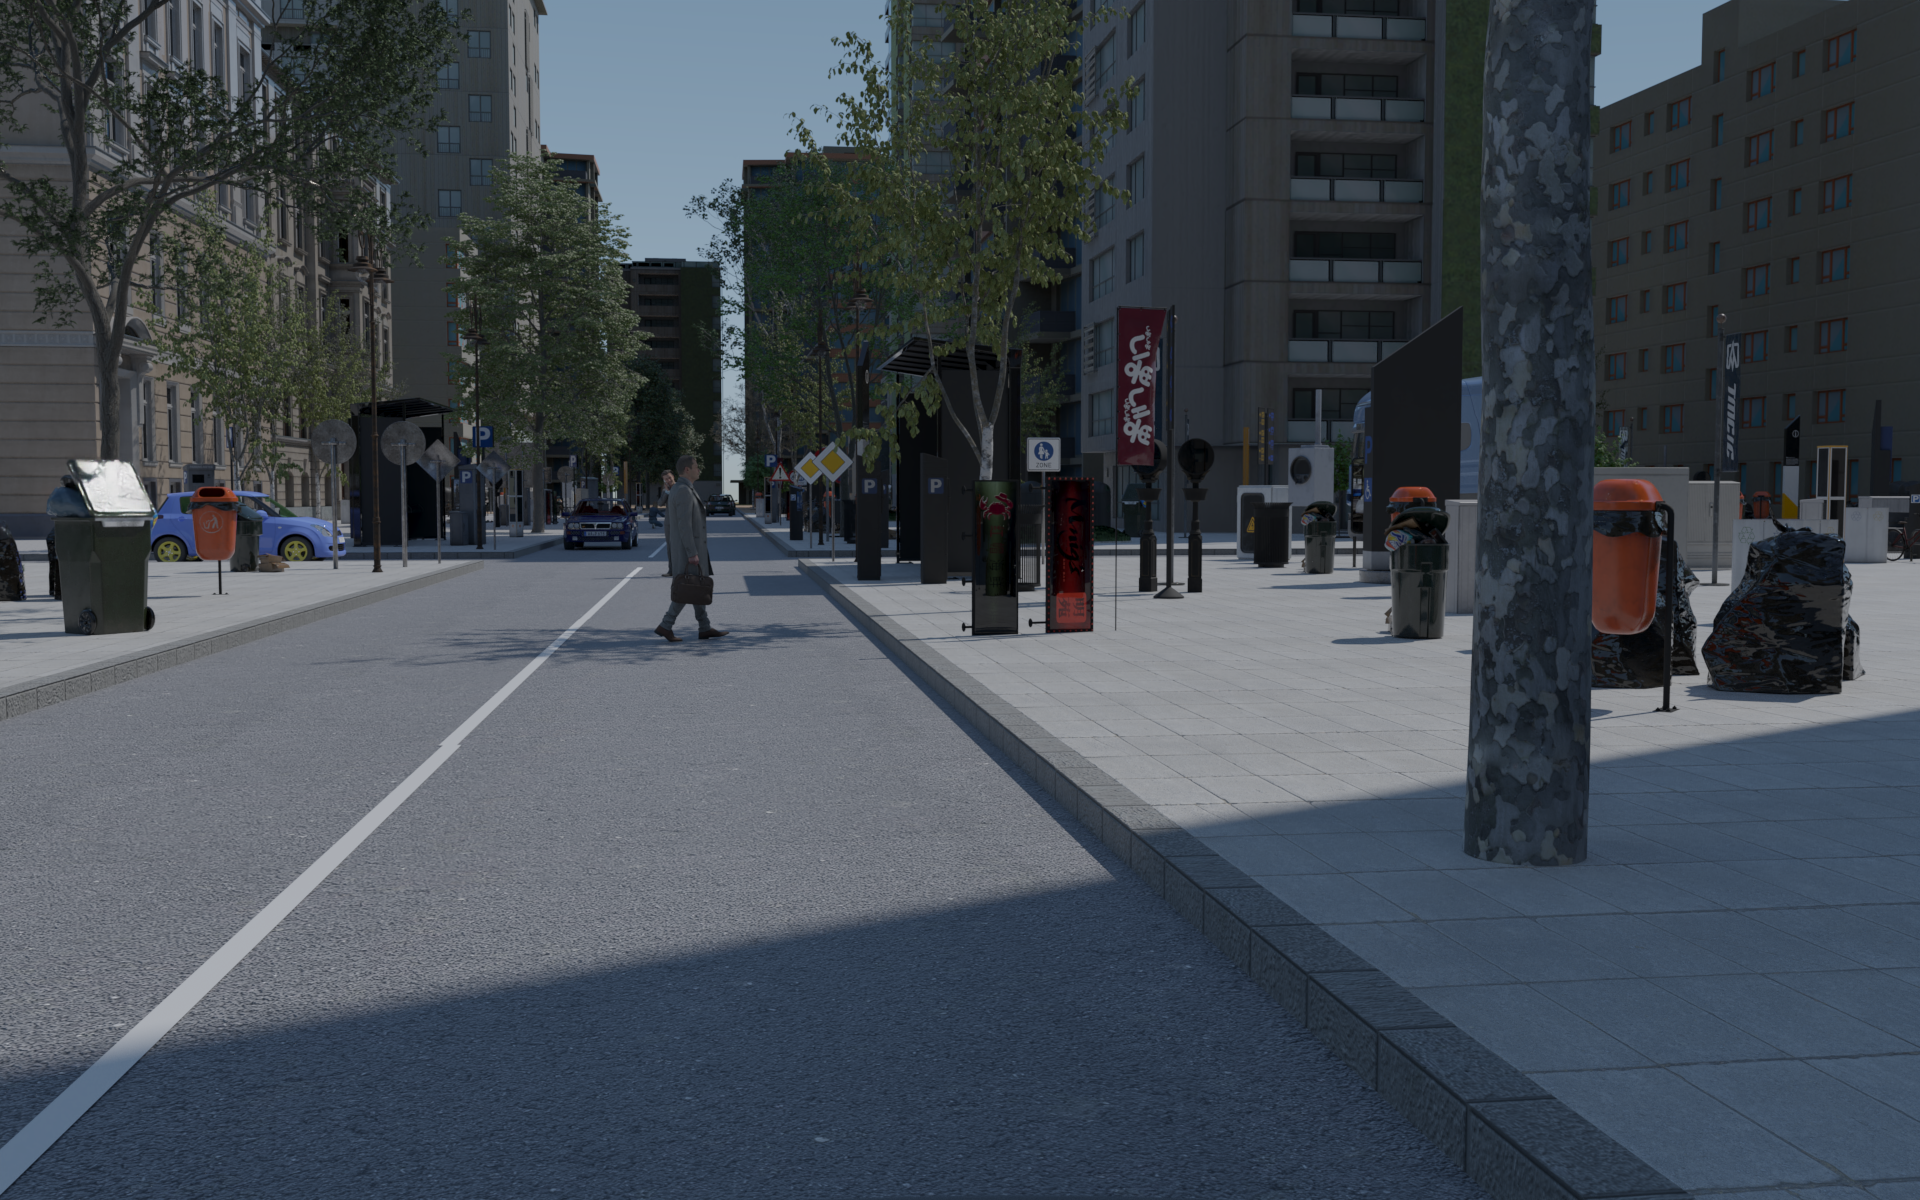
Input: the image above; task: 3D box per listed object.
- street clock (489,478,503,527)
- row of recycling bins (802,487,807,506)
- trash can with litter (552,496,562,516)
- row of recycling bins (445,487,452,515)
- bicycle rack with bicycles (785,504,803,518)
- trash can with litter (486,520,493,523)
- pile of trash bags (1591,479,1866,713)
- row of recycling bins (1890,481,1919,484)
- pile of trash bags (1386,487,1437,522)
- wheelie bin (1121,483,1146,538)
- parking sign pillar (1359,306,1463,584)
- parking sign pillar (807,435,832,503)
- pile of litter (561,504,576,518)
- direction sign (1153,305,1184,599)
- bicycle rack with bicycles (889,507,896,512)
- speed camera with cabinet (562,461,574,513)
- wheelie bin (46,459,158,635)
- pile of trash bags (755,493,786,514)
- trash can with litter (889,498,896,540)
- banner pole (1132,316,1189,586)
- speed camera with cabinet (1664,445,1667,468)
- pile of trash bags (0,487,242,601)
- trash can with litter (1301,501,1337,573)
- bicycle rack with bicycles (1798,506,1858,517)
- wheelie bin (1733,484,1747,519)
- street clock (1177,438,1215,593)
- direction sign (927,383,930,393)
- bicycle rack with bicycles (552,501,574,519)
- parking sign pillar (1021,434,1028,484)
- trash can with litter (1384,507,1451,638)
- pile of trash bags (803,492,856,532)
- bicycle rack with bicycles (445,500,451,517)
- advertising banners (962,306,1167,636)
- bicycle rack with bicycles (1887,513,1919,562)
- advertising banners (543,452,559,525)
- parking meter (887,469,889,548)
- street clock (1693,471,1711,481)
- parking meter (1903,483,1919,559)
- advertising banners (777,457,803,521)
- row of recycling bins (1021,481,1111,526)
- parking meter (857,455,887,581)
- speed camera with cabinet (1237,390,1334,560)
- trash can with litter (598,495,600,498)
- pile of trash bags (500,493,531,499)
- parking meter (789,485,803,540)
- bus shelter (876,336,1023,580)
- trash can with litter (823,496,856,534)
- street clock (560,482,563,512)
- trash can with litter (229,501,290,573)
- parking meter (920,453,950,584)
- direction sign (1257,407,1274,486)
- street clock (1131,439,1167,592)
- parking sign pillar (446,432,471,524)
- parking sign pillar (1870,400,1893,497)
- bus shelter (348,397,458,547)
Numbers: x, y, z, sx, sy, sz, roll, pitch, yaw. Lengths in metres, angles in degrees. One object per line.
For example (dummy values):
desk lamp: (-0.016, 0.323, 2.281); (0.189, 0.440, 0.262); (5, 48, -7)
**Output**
street clock: (-17.855, -3.799, 66.689); (0.358, 2.002, 0.471); (3, 5, 45)
row of recycling bins: (-9.519, -5.919, 103.887); (1.069, 1.692, 3.534); (0, 4, 6)
trash can with litter: (-23.726, -5.466, 100.752); (1.055, 1.170, 0.624); (-2, 4, -24)
row of recycling bins: (-31.342, -6.040, 105.863); (1.069, 1.692, 3.534); (-1, 4, -12)
bicycle rack with bicycles: (-8.327, -4.849, 92.655); (2.852, 0.926, 2.925); (2, 4, 30)
trash can with litter: (-21.547, -4.078, 77.732); (1.678, 1.210, 2.233); (-1, 4, -14)
pile of trash bags: (4.828, -0.107, 11.495); (1.912, 1.369, 3.447); (3, 4, 36)
row of recycling bins: (29.125, -2.769, 52.389); (1.069, 1.692, 3.534); (0, 4, -1)
pile of trash bags: (7.065, -0.751, 22.038); (3.447, 1.369, 1.912); (-1, 4, -12)
wheelie bin: (5.208, -2.654, 51.296); (0.980, 1.594, 0.693); (3, 5, 41)
parking sign pillar: (6.532, -2.235, 25.019); (1.447, 3.967, 1.447); (0, 4, -5)
parking sign pillar: (-6.451, -5.574, 79.612); (1.447, 3.967, 1.447); (3, 5, 40)
pile of litter: (-20.610, -4.803, 92.498); (1.176, 0.858, 1.719); (-3, 4, -36)
direction sign: (2.571, -1.788, 21.232); (0.379, 3.537, 0.876); (0, 4, 3)
bicycle rack with bicycles: (-2.419, -4.714, 90.461); (2.925, 0.926, 2.852); (1, 4, 19)
speed camera with cabinet: (-23.350, -6.652, 103.091); (0.660, 3.252, 2.038); (-1, 4, -10)
wheelie bin: (-7.952, -0.495, 16.007); (0.693, 1.594, 0.980); (2, 4, 29)
pile of trash bags: (-12.341, -6.216, 111.380); (1.912, 1.369, 3.447); (1, 4, 16)
trash can with litter: (-2.134, -2.303, 49.036); (1.055, 1.170, 0.624); (3, 4, 38)
banner pole: (2.795, -2.107, 24.460); (0.863, 3.779, 0.401); (3, 4, 38)
speed camera with cabinet: (28.209, -4.676, 70.784); (0.660, 3.252, 2.038); (-1, 4, -12)
pile of trash bags: (-10.749, -0.719, 21.504); (3.447, 1.369, 1.912); (-1, 4, -14)
trash can with litter: (5.754, -1.027, 28.180); (0.624, 1.170, 1.055); (0, 4, -1)
bicycle rack with bicycles: (26.846, -2.463, 53.657); (2.852, 0.926, 2.925); (1, 4, 10)
wheelie bin: (22.282, -2.571, 49.937); (0.693, 1.594, 0.980); (1, 4, 18)
street clock: (3.067, -1.101, 22.564); (0.471, 2.002, 0.358); (0, 4, 5)
direction sign: (-0.462, -2.535, 33.438); (0.379, 3.537, 0.876); (-2, 4, -23)
bicycle rack with bicycles: (-20.833, -4.672, 89.766); (2.852, 0.926, 2.925); (-3, 4, -37)
parking sign pillar: (2.105, -5.051, 71.048); (1.447, 3.967, 1.447); (1, 4, 17)
trash can with litter: (4.054, -0.263, 15.690); (0.624, 1.170, 1.055); (0, 4, 1)
pile of trash bags: (-4.460, -3.043, 59.503); (1.912, 1.369, 3.447); (0, 4, -7)
bicycle rack with bicycles: (-28.162, -5.037, 95.733); (2.925, 0.926, 2.852); (1, 4, 22)
advertising banners: (0.988, -1.210, 15.965); (2.074, 3.025, 0.090); (-1, 4, -22)
bicycle rack with bicycles: (18.961, -1.136, 31.961); (2.852, 0.926, 2.925); (0, 4, -7)
advertising banners: (-17.241, -4.669, 72.530); (0.090, 3.025, 2.074); (0, 4, 8)
parking meter: (-1.905, -2.163, 41.078); (0.399, 1.863, 0.255); (-1, 4, -17)
street clock: (23.461, -3.073, 54.809); (0.471, 2.002, 0.358); (0, 4, 0)
parking meter: (18.945, -1.586, 34.347); (0.372, 1.533, 0.369); (0, 3, 0)
advertising banners: (-8.202, -5.335, 83.419); (0.090, 3.025, 2.074); (2, 4, 32)
row of recycling bins: (3.340, -2.975, 55.752); (3.534, 1.692, 1.069); (-2, 4, -35)
parking meter: (-1.332, -1.226, 25.762); (0.399, 1.863, 0.255); (0, 4, -3)
speed camera with cabinet: (6.235, -2.384, 33.313); (0.660, 3.252, 2.038); (-2, 4, -35)
trash can with litter: (-21.042, -5.355, 98.604); (2.233, 1.210, 1.678); (-1, 4, -12)
pile of trash bags: (-26.764, -5.736, 103.540); (1.912, 1.369, 3.447); (-3, 4, -38)
parking meter: (-4.539, -2.422, 48.003); (0.372, 1.533, 0.369); (0, 3, 0)
bus shelter: (-0.263, -2.309, 29.042); (1.731, 3.624, 6.357); (0, 4, -8)
trash can with litter: (-3.577, -2.773, 56.389); (2.233, 1.210, 1.678); (-2, 4, -34)
street clock: (-24.198, -6.170, 105.455); (0.358, 2.002, 0.471); (-1, 4, -12)
trash can with litter: (-11.582, -1.052, 28.584); (1.055, 1.170, 0.624); (1, 4, 13)
parking meter: (-0.355, -1.165, 24.762); (0.399, 1.863, 0.255); (-1, 4, -11)
direction sign: (8.023, -3.272, 45.487); (0.379, 3.537, 0.876); (3, 4, 37)
street clock: (2.474, -1.110, 22.719); (0.471, 2.002, 0.358); (2, 4, 33)
parking sign pillar: (-21.706, -5.329, 75.600); (1.447, 3.967, 1.447); (0, 4, -2)
parking sign pillar: (26.641, -3.772, 50.145); (1.447, 3.967, 1.447); (2, 4, 24)
bus shelter: (-14.385, -3.289, 45.060); (1.731, 3.624, 6.357); (0, 4, -8)
